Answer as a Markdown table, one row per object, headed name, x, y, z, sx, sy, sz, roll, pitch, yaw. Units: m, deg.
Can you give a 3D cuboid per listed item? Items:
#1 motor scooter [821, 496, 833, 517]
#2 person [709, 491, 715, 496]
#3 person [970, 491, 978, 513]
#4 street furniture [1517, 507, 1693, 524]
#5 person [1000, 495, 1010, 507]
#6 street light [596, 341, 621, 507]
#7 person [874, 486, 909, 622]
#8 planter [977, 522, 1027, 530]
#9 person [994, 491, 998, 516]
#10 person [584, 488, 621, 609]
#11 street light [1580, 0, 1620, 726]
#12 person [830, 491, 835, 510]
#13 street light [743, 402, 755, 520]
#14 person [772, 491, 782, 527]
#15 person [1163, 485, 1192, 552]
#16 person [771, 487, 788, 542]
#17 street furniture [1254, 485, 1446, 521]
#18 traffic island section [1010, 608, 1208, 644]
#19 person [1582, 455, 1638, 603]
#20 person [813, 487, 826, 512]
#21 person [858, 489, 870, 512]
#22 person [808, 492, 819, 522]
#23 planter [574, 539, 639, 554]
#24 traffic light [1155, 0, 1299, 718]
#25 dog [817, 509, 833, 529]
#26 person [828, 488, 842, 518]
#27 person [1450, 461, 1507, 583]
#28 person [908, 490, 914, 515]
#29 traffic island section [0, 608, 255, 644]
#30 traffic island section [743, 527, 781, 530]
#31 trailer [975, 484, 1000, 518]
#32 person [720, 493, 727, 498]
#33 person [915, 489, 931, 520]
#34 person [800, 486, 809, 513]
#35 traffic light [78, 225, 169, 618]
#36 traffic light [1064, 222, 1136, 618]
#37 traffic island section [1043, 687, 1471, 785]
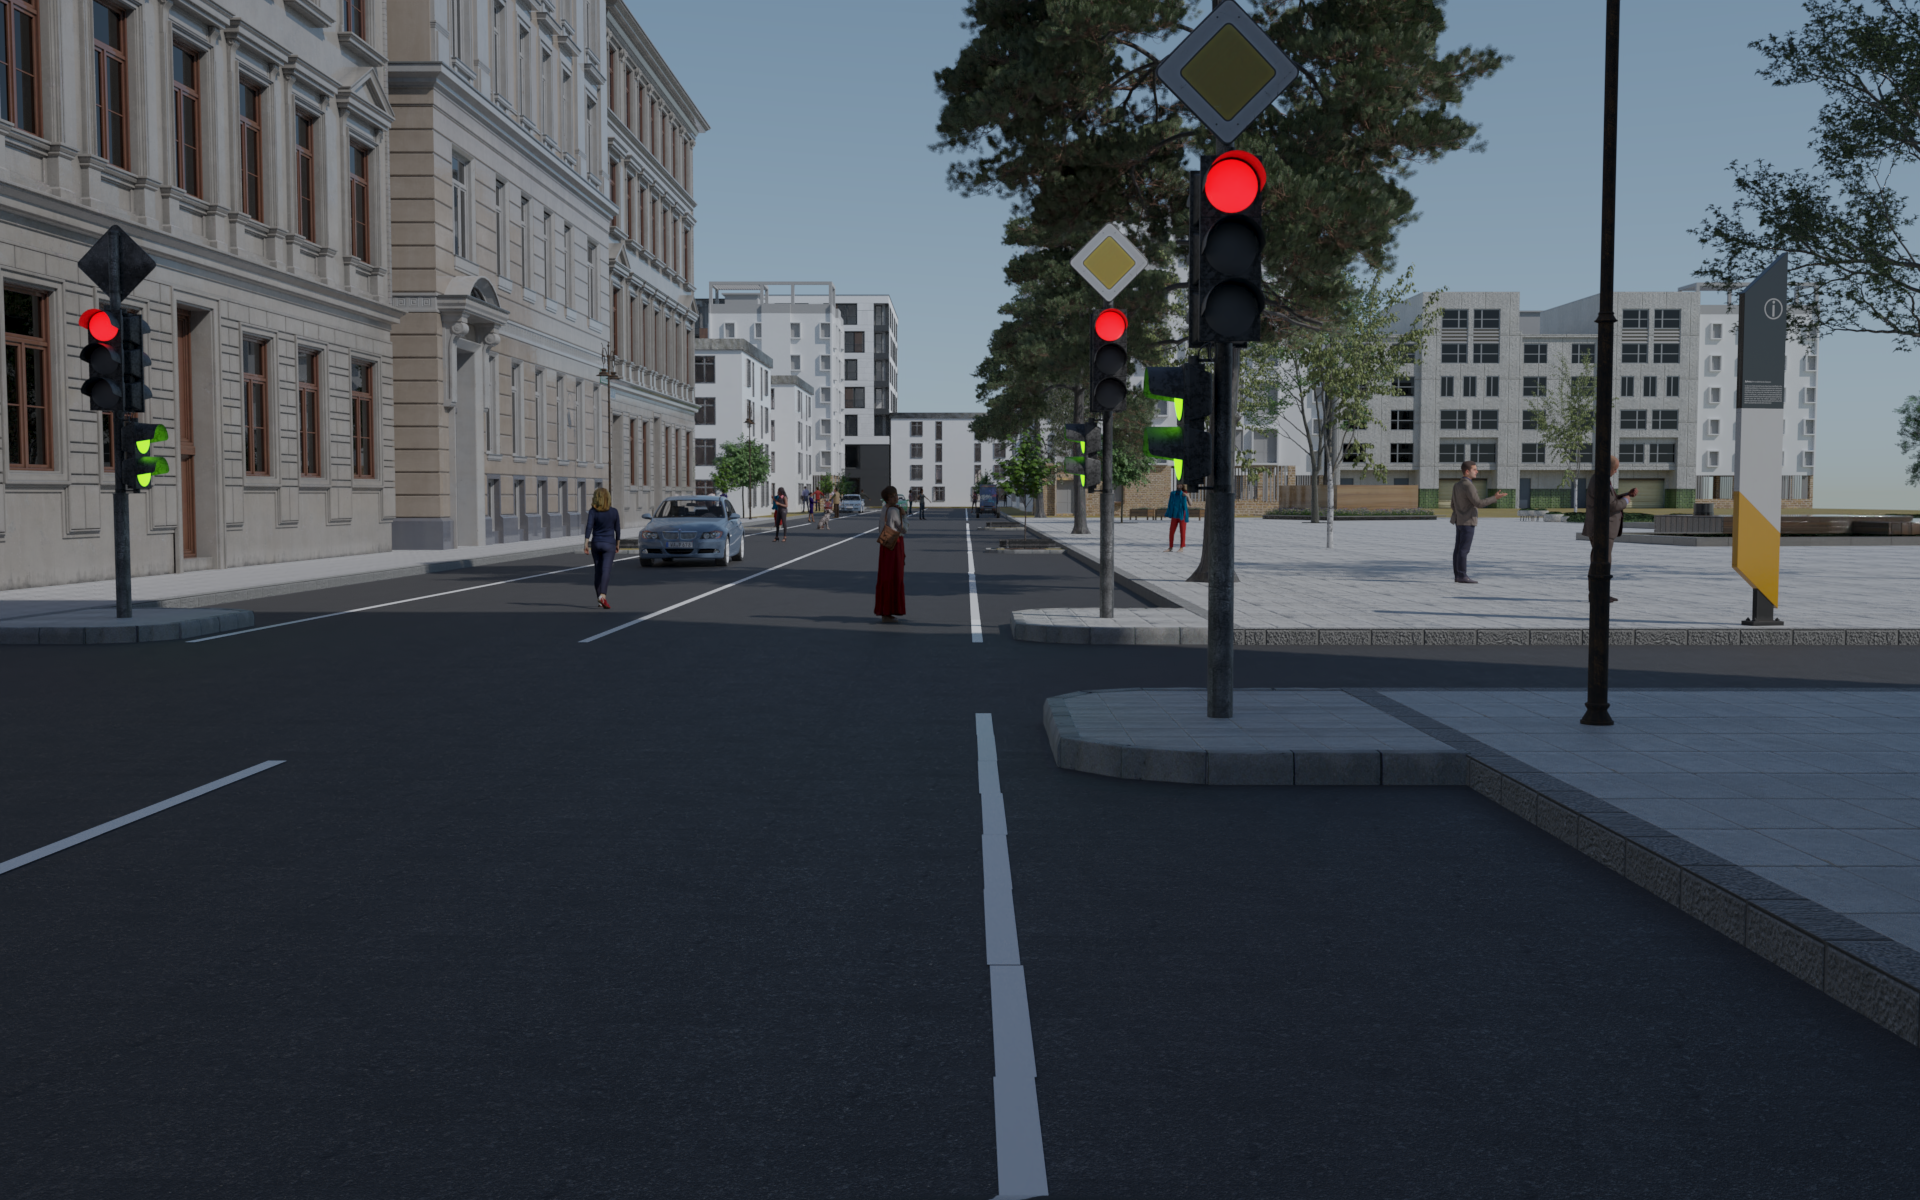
| name | x | y | z | sx | sy | sz | roll | pitch | yaw |
| --- | --- | --- | --- | --- | --- | --- | --- | --- | --- |
| motor scooter | -8.027 | -5.658 | 105.285 | 0.815 | 1.314 | 1.986 | 0 | 4 | -1 |
| person | -11.508 | -4.337 | 80.147 | 0.628 | 1.438 | 0.799 | -1 | 4 | -15 |
| person | 1.042 | -7.416 | 131.218 | 0.593 | 1.643 | 0.415 | 0 | 4 | -4 |
| street furniture | 29.427 | -3.829 | 78.226 | 5.734 | 0.657 | 10.072 | -1 | 4 | -10 |
| person | 4.559 | -9.989 | 172.648 | 1.217 | 1.723 | 0.721 | 2 | 4 | 26 |
| street light | -10.640 | -4.880 | 52.571 | 0.468 | 5.910 | 1.993 | 0 | 4 | 0 |
| person | -0.775 | -0.516 | 19.401 | 0.387 | 1.526 | 0.523 | -1 | 4 | -19 |
| planter | 1.693 | -2.967 | 69.655 | 1.991 | 0.319 | 1.994 | 0 | 4 | 0 |
| person | 2.328 | -6.302 | 112.457 | 0.530 | 1.710 | 0.541 | 2 | 4 | 29 |
| person | -4.481 | -0.657 | 21.791 | 0.480 | 1.512 | 0.613 | -2 | 4 | -25 |
| street light | 3.557 | -2.245 | 9.493 | 0.468 | 5.910 | 1.993 | 0 | 4 | 0 |
| person | -10.215 | -8.174 | 140.631 | 0.756 | 1.711 | 0.436 | -1 | 4 | -12 |
| street light | -10.532 | -6.973 | 86.798 | 0.468 | 5.910 | 1.993 | 0 | 4 | 0 |
| person | -7.841 | -3.932 | 74.494 | 0.444 | 1.614 | 0.593 | -1 | 4 | -22 |
| person | 4.799 | -1.860 | 38.156 | 0.444 | 1.614 | 0.593 | -2 | 4 | -31 |
| person | -5.406 | -2.557 | 51.778 | 0.593 | 1.643 | 0.415 | 1 | 4 | 13 |
| street furniture | 18.787 | -4.857 | 86.260 | 9.812 | 1.723 | 11.010 | -2 | 4 | -26 |
| traffic island section | 1.542 | 0.264 | 17.962 | 2.009 | 0.180 | 2.903 | 0 | 4 | 0 |
| person | 7.684 | -0.842 | 20.496 | 0.600 | 1.739 | 0.565 | 0 | 4 | -5 |
| person | -10.435 | -7.394 | 126.878 | 1.348 | 1.831 | 0.705 | -2 | 4 | -24 |
| person | -7.995 | -8.138 | 141.577 | 1.348 | 1.821 | 0.705 | 0 | 4 | -4 |
| person | -7.448 | -4.722 | 88.069 | 0.546 | 1.535 | 0.453 | -1 | 4 | -23 |
| planter | -8.308 | -1.315 | 42.639 | 1.991 | 0.319 | 1.994 | 0 | 4 | 0 |
| traffic light | 1.479 | -1.261 | 9.864 | 0.839 | 4.213 | 0.868 | 0 | 4 | 0 |
| dog | -5.627 | -3.285 | 70.551 | 0.800 | 0.831 | 0.513 | 2 | 4 | 31 |
| person | -7.375 | -5.771 | 102.956 | 0.705 | 1.812 | 1.348 | 2 | 4 | 33 |
| person | 7.449 | -1.122 | 24.922 | 0.750 | 1.759 | 0.617 | 1 | 4 | 10 |
| person | -3.345 | -6.772 | 119.929 | 0.721 | 1.736 | 1.217 | 1 | 4 | 12 |
| traffic island section | -8.699 | 0.262 | 17.996 | 2.009 | 0.180 | 2.903 | 0 | 4 | 0 |
| traffic island section | -8.236 | -2.864 | 69.692 | 1.991 | 0.108 | 1.994 | 0 | 4 | 0 |
| trailer | 1.660 | -5.913 | 103.720 | 1.471 | 1.999 | 3.904 | 0 | 4 | 0 |
| person | -11.754 | -4.737 | 85.856 | 0.453 | 1.535 | 0.546 | -2 | 4 | -33 |
| person | -2.076 | -5.373 | 97.073 | 0.721 | 1.735 | 1.217 | 3 | 5 | 45 |
| person | -10.757 | -6.983 | 120.087 | 0.709 | 1.838 | 0.599 | -2 | 4 | -30 |
| traffic light | -8.659 | -1.750 | 17.862 | 0.839 | 4.213 | 0.868 | 0 | 4 | 0 |
| traffic light | 1.502 | -1.749 | 17.849 | 0.839 | 4.213 | 0.868 | 0 | 4 | 0 |
| traffic island section | 1.519 | 0.753 | 9.977 | 2.009 | 0.180 | 2.903 | 0 | 4 | 0 |
